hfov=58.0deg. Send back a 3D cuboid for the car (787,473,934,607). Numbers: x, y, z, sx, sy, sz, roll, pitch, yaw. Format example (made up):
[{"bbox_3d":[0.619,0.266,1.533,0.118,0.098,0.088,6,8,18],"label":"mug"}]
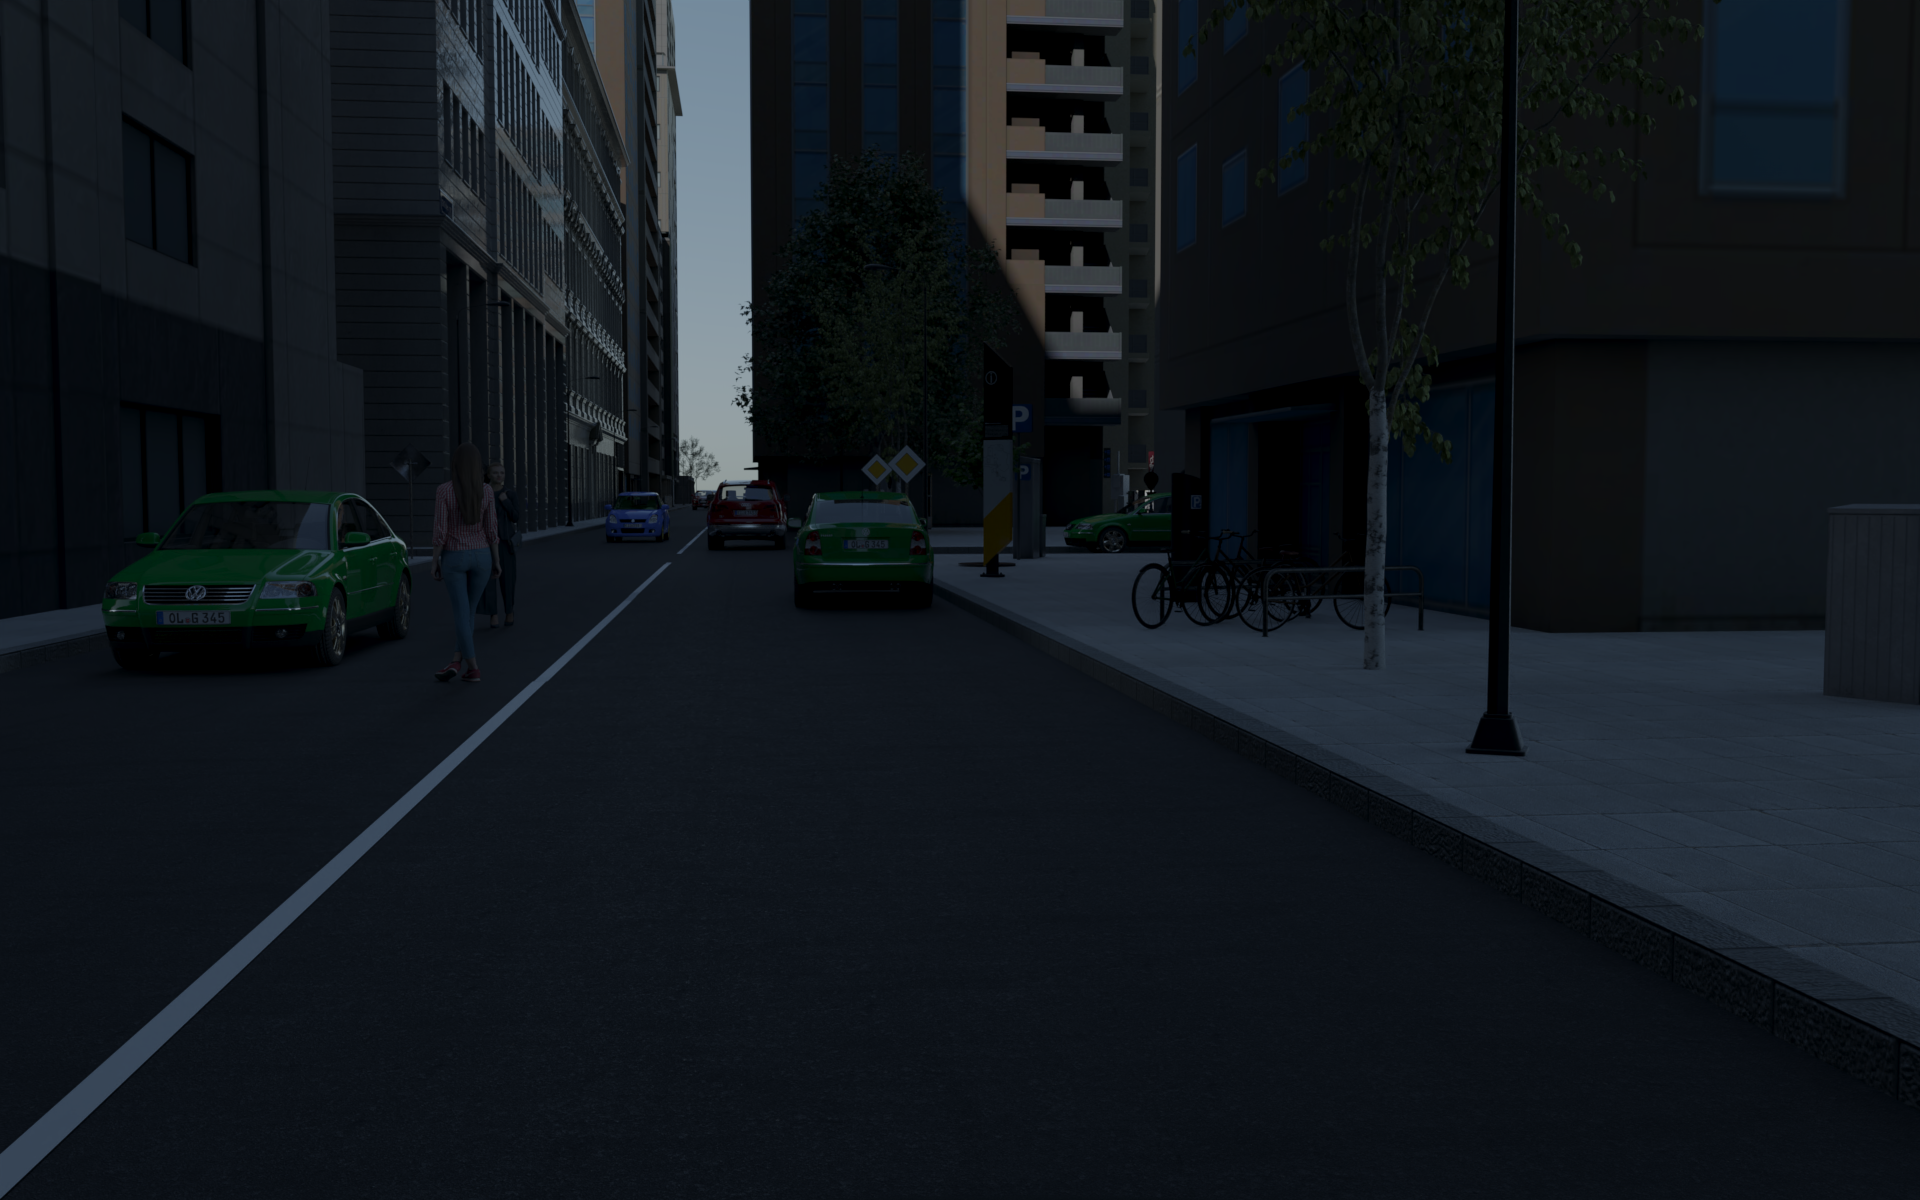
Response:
[{"bbox_3d":[-1.367,-0.898,23.477,1.959,1.807,4.718,0,4,-5],"label":"car"}]

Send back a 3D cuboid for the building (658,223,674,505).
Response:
[{"bbox_3d":[-37.605,-25.103,182.142,14.160,30.474,14.107,0,4,-7],"label":"building"}]

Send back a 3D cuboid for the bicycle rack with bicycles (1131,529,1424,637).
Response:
[{"bbox_3d":[2.967,-0.206,16.747,2.925,0.926,2.852,-2,4,-24],"label":"bicycle rack with bicycles"}]

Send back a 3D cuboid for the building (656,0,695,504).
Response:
[{"bbox_3d":[-49.884,-49.963,255.152,20.563,71.187,20.611,0,4,-7],"label":"building"}]

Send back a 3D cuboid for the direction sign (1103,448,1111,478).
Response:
[{"bbox_3d":[6.937,-5.679,84.847,0.876,3.537,0.379,0,4,2],"label":"direction sign"}]

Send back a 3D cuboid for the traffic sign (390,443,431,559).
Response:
[{"bbox_3d":[-10.806,-1.862,34.090,0.795,2.450,0.064,0,4,-7],"label":"traffic sign"}]

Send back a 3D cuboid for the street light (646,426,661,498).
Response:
[{"bbox_3d":[-21.190,-8.885,117.812,1.470,5.913,1.316,0,4,-7],"label":"street light"}]

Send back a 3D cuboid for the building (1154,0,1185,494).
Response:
[{"bbox_3d":[17.755,-26.464,56.391,21.600,48.544,21.300,0,4,-7],"label":"building"}]

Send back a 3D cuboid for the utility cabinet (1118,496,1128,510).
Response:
[{"bbox_3d":[7.135,-3.886,74.694,0.306,1.237,1.020,2,4,27],"label":"utility cabinet"}]

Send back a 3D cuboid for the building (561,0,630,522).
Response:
[{"bbox_3d":[-27.172,-19.248,91.116,17.030,29.872,44.131,0,4,-7],"label":"building"}]

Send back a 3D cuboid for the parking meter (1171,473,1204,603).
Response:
[{"bbox_3d":[2.697,-0.746,20.610,0.372,1.533,0.369,0,3,0],"label":"parking meter"}]

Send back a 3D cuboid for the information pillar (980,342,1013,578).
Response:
[{"bbox_3d":[0.571,-2.155,26.585,0.504,3.616,0.183,2,4,32],"label":"information pillar"}]

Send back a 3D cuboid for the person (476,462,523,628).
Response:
[{"bbox_3d":[-5.017,-0.598,18.692,0.576,1.772,0.534,-1,4,-21],"label":"person"}]

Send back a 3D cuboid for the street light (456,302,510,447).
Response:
[{"bbox_3d":[-11.544,-4.240,41.863,1.470,5.913,1.316,0,4,-7],"label":"street light"}]

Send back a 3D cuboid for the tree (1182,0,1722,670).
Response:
[{"bbox_3d":[3.280,-3.797,12.441,4.737,8.622,4.395,0,3,0],"label":"tree"}]

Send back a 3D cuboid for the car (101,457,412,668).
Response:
[{"bbox_3d":[-6.220,-0.423,15.718,1.959,1.807,4.718,0,4,-7],"label":"car"}]

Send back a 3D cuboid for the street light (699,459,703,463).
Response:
[{"bbox_3d":[-34.795,-15.554,226.852,1.470,5.913,1.316,0,4,-7],"label":"street light"}]

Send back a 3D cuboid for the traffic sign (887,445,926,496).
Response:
[{"bbox_3d":[-1.084,-1.935,35.279,0.795,2.450,0.064,0,4,-7],"label":"traffic sign"}]

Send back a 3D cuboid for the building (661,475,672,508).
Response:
[{"bbox_3d":[-43.653,-28.749,161.931,32.217,40.220,23.993,0,4,-7],"label":"building"}]

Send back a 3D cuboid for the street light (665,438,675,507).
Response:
[{"bbox_3d":[-24.415,-10.494,144.119,1.470,5.913,1.316,0,4,-7],"label":"street light"}]

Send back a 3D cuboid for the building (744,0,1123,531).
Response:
[{"bbox_3d":[-1.724,-25.772,71.478,14.600,45.320,14.200,0,4,-7],"label":"building"}]

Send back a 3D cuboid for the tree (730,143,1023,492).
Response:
[{"bbox_3d":[-2.778,-8.543,56.685,9.611,12.733,9.660,0,3,0],"label":"tree"}]

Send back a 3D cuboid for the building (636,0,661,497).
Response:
[{"bbox_3d":[-35.565,-31.535,139.298,21.300,48.544,21.600,0,4,-7],"label":"building"}]

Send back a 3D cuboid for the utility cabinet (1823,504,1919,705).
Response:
[{"bbox_3d":[5.879,0.031,10.654,0.306,1.237,1.020,-2,4,-32],"label":"utility cabinet"}]

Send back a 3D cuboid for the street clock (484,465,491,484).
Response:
[{"bbox_3d":[-11.830,-2.358,43.123,0.358,2.002,0.471,0,4,-3],"label":"street clock"}]

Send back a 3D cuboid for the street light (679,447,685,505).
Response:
[{"bbox_3d":[-27.747,-12.104,170.440,1.470,5.913,1.316,0,4,-7],"label":"street light"}]

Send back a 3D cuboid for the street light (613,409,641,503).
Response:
[{"bbox_3d":[-18.324,-7.467,94.631,1.470,5.913,1.316,0,4,-7],"label":"street light"}]

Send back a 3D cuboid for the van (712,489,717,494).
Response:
[{"bbox_3d":[-24.809,-10.193,173.672,2.013,2.044,4.112,0,4,-6],"label":"van"}]

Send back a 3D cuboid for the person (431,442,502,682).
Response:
[{"bbox_3d":[-3.761,-0.289,13.237,0.388,1.821,0.555,3,5,45],"label":"person"}]

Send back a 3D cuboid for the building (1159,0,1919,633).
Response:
[{"bbox_3d":[11.110,-22.747,22.024,14.600,45.320,14.200,0,4,-7],"label":"building"}]

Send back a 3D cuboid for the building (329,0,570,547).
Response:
[{"bbox_3d":[-19.600,-16.965,54.878,11.434,29.767,29.804,0,4,-7],"label":"building"}]

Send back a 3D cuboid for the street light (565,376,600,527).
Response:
[{"bbox_3d":[-14.891,-5.860,68.350,1.470,5.913,1.316,0,4,-7],"label":"street light"}]

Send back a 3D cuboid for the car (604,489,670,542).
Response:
[{"bbox_3d":[-9.780,-2.633,52.638,1.945,1.707,3.694,0,4,-5],"label":"car"}]

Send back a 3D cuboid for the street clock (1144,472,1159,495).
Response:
[{"bbox_3d":[6.203,-3.160,56.232,0.471,2.002,0.358,1,4,12],"label":"street clock"}]

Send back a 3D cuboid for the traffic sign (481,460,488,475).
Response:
[{"bbox_3d":[-11.795,-2.347,42.014,0.795,2.450,0.064,0,4,-7],"label":"traffic sign"}]

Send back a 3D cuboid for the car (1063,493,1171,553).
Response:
[{"bbox_3d":[4.825,-2.000,41.498,4.718,1.807,1.959,-1,4,-8],"label":"car"}]

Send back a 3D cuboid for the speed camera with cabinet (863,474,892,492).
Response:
[{"bbox_3d":[-3.047,-4.279,64.299,0.660,3.252,2.038,1,4,13],"label":"speed camera with cabinet"}]

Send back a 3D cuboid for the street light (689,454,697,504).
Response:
[{"bbox_3d":[-31.465,-13.946,200.558,1.470,5.913,1.316,0,4,-7],"label":"street light"}]

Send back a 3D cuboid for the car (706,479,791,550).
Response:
[{"bbox_3d":[-5.644,-2.296,46.210,2.281,1.827,5.304,0,4,-5],"label":"car"}]

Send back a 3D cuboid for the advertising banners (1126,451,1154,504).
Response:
[{"bbox_3d":[7.449,-4.587,71.192,0.090,3.025,2.074,-2,4,-28],"label":"advertising banners"}]

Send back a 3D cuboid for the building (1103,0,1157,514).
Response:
[{"bbox_3d":[0.484,-27.494,104.157,22.147,44.769,28.867,0,4,-7],"label":"building"}]

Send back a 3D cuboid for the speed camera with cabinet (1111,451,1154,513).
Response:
[{"bbox_3d":[7.938,-5.204,79.426,2.038,3.252,0.660,3,4,36],"label":"speed camera with cabinet"}]

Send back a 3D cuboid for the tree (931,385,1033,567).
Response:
[{"bbox_3d":[0.474,-2.223,30.949,1.663,3.219,1.824,0,3,0],"label":"tree"}]

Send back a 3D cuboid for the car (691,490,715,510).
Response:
[{"bbox_3d":[-23.119,-9.047,156.592,2.281,1.827,5.304,0,4,-6],"label":"car"}]

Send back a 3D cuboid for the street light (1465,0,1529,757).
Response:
[{"bbox_3d":[2.140,-2.193,8.392,1.470,5.913,1.316,0,4,-7],"label":"street light"}]

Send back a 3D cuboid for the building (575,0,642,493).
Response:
[{"bbox_3d":[-30.091,-28.862,121.997,14.600,45.320,14.200,0,4,-7],"label":"building"}]

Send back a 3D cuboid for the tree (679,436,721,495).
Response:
[{"bbox_3d":[-41.735,-20.684,272.598,8.767,10.594,7.601,0,4,-6],"label":"tree"}]

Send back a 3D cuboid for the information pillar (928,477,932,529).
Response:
[{"bbox_3d":[-1.177,-3.565,62.783,0.304,2.012,0.304,0,4,3],"label":"information pillar"}]

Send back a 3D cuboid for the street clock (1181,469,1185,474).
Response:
[{"bbox_3d":[6.523,-2.749,49.512,0.471,2.002,0.358,-1,4,-13],"label":"street clock"}]

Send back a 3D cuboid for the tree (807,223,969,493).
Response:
[{"bbox_3d":[-1.883,-5.868,46.312,4.737,8.622,4.395,0,3,0],"label":"tree"}]

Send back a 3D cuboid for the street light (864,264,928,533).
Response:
[{"bbox_3d":[-1.245,-3.833,35.210,1.470,5.913,1.316,0,4,-7],"label":"street light"}]

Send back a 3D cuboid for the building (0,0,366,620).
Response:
[{"bbox_3d":[-20.693,-35.624,20.698,20.611,71.187,20.563,0,4,-7],"label":"building"}]

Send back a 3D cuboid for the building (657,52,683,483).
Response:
[{"bbox_3d":[-48.366,-37.990,210.373,28.713,52.752,27.495,0,4,-7],"label":"building"}]

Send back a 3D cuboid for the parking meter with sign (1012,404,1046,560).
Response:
[{"bbox_3d":[1.345,-2.335,34.436,0.543,3.016,1.738,1,4,14],"label":"parking meter with sign"}]

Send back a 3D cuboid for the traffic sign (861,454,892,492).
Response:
[{"bbox_3d":[-2.073,-2.420,43.203,0.795,2.450,0.064,0,4,-7],"label":"traffic sign"}]

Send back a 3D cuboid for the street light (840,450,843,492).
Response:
[{"bbox_3d":[-4.986,-5.652,64.956,1.470,5.913,1.316,0,4,-7],"label":"street light"}]
